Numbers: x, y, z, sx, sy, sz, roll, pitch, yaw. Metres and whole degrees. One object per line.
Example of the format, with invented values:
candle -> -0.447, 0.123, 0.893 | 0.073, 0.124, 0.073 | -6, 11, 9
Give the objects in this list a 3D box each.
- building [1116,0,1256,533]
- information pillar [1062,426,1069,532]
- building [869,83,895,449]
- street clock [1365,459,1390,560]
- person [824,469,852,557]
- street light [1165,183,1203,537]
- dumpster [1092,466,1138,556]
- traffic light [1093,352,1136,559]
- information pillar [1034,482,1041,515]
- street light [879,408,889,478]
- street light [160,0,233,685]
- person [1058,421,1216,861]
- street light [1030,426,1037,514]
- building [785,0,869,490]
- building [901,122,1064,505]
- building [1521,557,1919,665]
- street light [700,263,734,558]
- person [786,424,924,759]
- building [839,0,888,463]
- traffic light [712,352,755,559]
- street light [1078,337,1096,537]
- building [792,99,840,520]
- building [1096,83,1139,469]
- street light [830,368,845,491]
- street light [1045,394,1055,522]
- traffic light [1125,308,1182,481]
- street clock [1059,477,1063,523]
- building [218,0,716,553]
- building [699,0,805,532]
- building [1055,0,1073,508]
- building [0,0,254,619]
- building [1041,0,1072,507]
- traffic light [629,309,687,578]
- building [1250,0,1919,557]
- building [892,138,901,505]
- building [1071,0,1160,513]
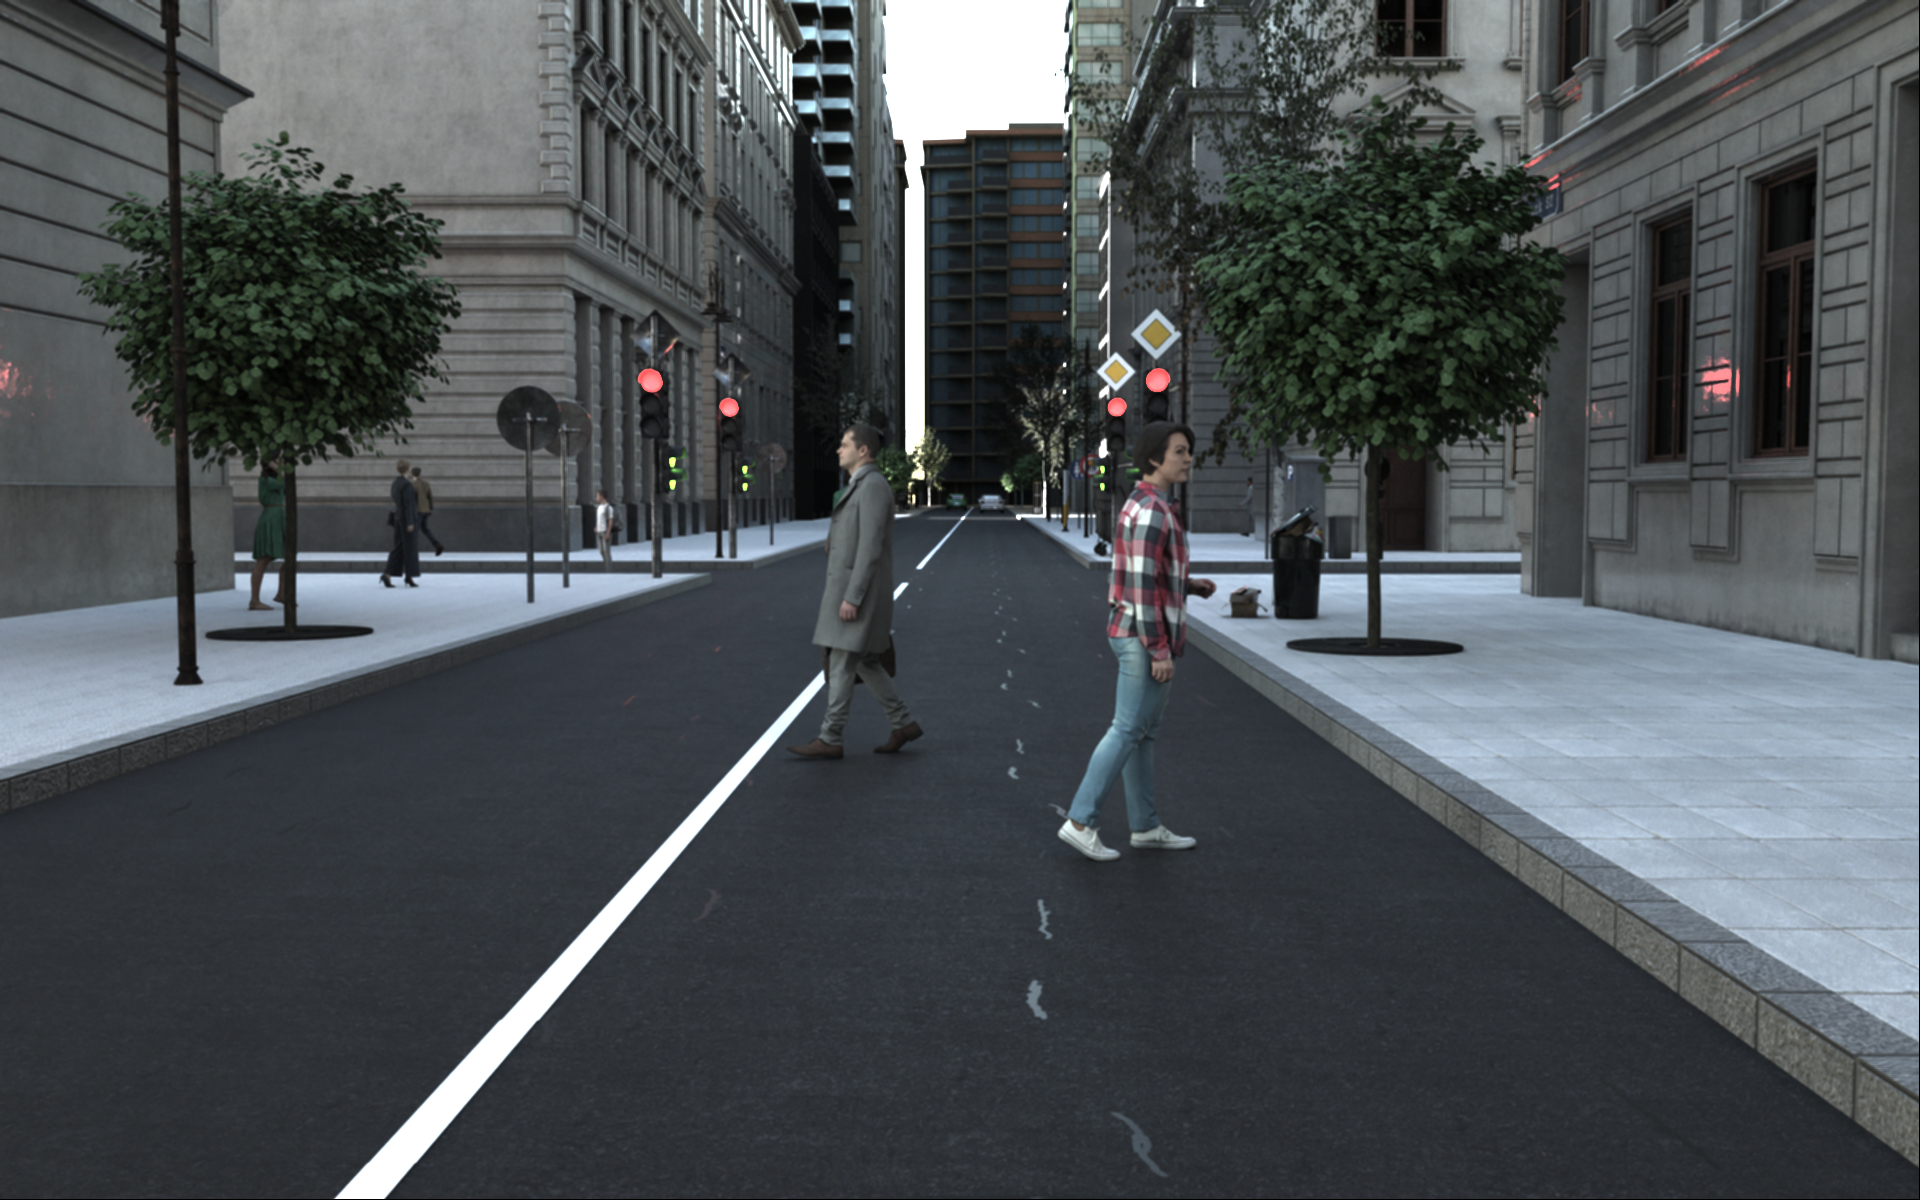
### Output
building -> 13.587, -13.792, 67.303 | 13.314, 21.916, 24.055 | 0, 4, 1
information pillar -> 3.646, -4.165, 59.452 | 0.183, 3.616, 0.504 | 1, 4, 18
building -> -13.667, -30.051, 174.936 | 14.086, 41.232, 14.154 | 0, 4, 1
street clock -> 8.133, -1.787, 33.794 | 0.471, 2.002, 0.358 | -2, 4, -31
person -> -1.153, -0.616, 18.820 | 0.600, 1.795, 0.529 | -1, 4, -18
street light -> 3.356, -3.250, 25.927 | 0.468, 5.910, 1.993 | 0, 4, 1
dumpster -> 3.456, -1.868, 36.306 | 1.264, 1.857, 1.865 | 0, 4, 1
traffic light -> 3.057, -2.774, 34.281 | 0.839, 4.253, 0.868 | 0, 4, 1
information pillar -> 4.769, -6.259, 106.823 | 0.304, 2.012, 0.304 | -3, 4, -37
street light -> -4.046, -7.335, 92.716 | 0.468, 5.910, 1.993 | 0, 4, 1
street light -> -5.215, -2.369, 11.526 | 0.468, 5.910, 1.993 | 0, 4, 1
person -> 0.711, 0.148, 6.918 | 0.643, 1.720, 0.563 | 0, 4, 2
street light -> 4.648, -8.335, 109.061 | 0.468, 5.910, 1.993 | 0, 4, 1
building -> -17.437, -49.616, 123.893 | 22.319, 86.520, 31.000 | 0, 4, 1
building -> 8.208, -33.780, 206.928 | 28.867, 44.769, 22.147 | 0, 4, 1
building -> 12.077, -10.753, 11.964 | 11.583, 22.565, 21.152 | 0, 4, 1
street light -> -4.857, -3.791, 34.775 | 0.468, 5.910, 1.993 | 0, 4, 1
person -> -0.573, -0.052, 9.458 | 0.767, 1.812, 0.694 | 0, 4, -6
building -> -20.417, -34.555, 154.209 | 28.713, 52.752, 27.495 | 0, 4, 1
traffic light -> -4.504, -2.780, 34.372 | 0.839, 4.253, 0.868 | 0, 4, 1
street light -> 3.741, -4.791, 51.122 | 0.468, 5.910, 1.993 | 0, 4, 1
building -> -13.194, -16.021, 91.627 | 12.332, 23.373, 15.834 | 0, 4, 1
building -> 15.433, -16.828, 94.201 | 14.314, 24.678, 30.058 | 0, 4, 1
street light -> -4.480, -5.563, 63.746 | 0.468, 5.910, 1.993 | 0, 4, 1
street light -> 4.121, -6.563, 80.093 | 0.468, 5.910, 1.993 | 0, 4, 1
traffic light -> 2.944, -2.286, 26.296 | 0.839, 4.253, 0.868 | 0, 4, 1
street clock -> 4.544, -4.346, 75.619 | 0.358, 2.002, 0.471 | -2, 4, -28
building -> -13.210, -13.314, 46.555 | 11.050, 23.489, 19.941 | 0, 4, 1
building -> -13.661, -16.666, 69.752 | 12.463, 27.353, 25.104 | 0, 4, 1
building -> 20.048, -32.167, 145.533 | 23.786, 49.044, 30.456 | 0, 4, 1
building -> -24.123, -11.153, 15.644 | 30.059, 22.955, 16.112 | 0, 4, 1
building -> 18.674, -44.801, 170.749 | 20.563, 71.187, 20.611 | 0, 4, 1
traffic light -> -4.617, -2.292, 26.388 | 0.839, 4.253, 0.868 | 0, 4, 1
building -> 17.826, -12.601, 42.178 | 21.152, 22.565, 11.583 | 0, 4, 1
building -> -20.662, -33.781, 206.936 | 28.867, 44.769, 22.147 | 0, 4, 1
building -> 14.897, -26.883, 123.136 | 14.154, 41.232, 14.086 | 0, 4, 1
